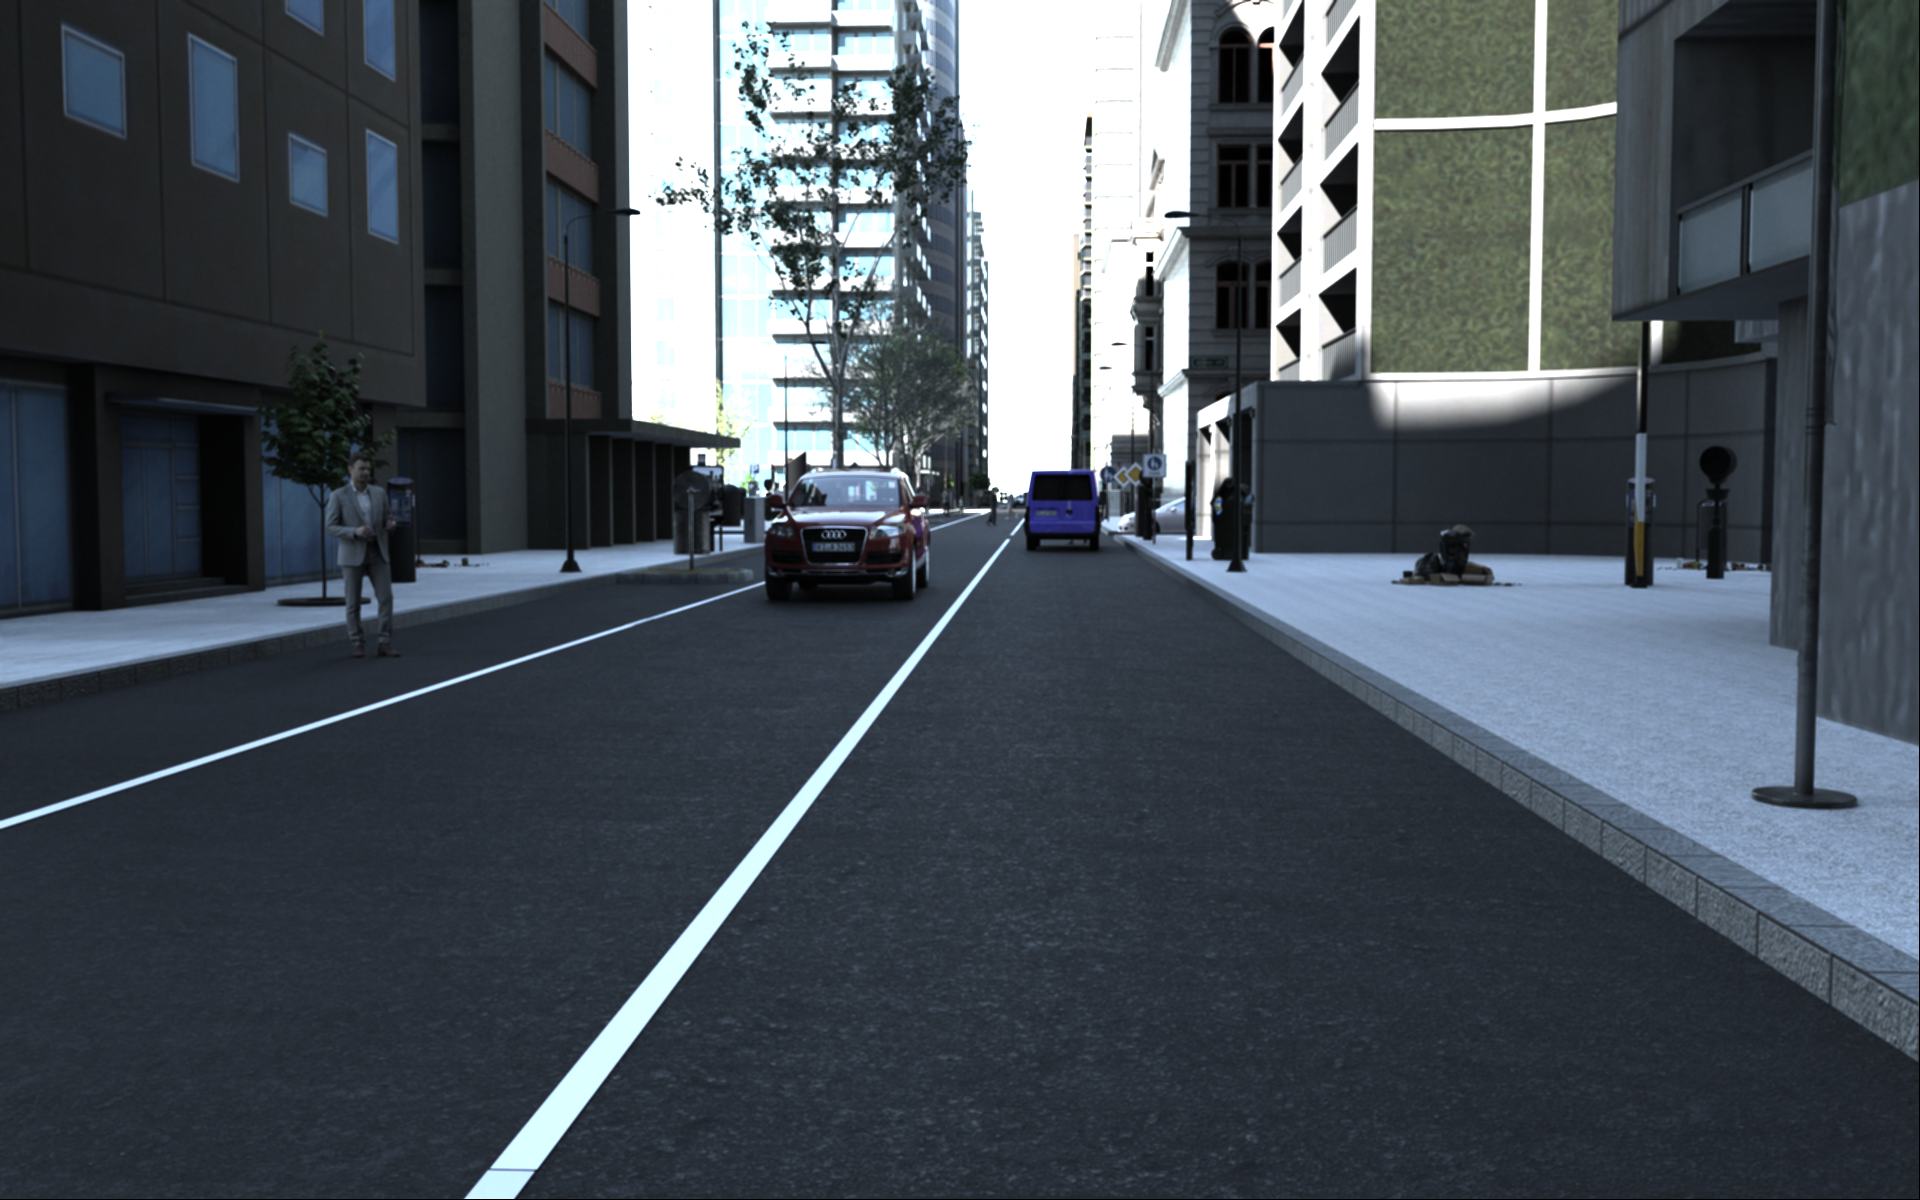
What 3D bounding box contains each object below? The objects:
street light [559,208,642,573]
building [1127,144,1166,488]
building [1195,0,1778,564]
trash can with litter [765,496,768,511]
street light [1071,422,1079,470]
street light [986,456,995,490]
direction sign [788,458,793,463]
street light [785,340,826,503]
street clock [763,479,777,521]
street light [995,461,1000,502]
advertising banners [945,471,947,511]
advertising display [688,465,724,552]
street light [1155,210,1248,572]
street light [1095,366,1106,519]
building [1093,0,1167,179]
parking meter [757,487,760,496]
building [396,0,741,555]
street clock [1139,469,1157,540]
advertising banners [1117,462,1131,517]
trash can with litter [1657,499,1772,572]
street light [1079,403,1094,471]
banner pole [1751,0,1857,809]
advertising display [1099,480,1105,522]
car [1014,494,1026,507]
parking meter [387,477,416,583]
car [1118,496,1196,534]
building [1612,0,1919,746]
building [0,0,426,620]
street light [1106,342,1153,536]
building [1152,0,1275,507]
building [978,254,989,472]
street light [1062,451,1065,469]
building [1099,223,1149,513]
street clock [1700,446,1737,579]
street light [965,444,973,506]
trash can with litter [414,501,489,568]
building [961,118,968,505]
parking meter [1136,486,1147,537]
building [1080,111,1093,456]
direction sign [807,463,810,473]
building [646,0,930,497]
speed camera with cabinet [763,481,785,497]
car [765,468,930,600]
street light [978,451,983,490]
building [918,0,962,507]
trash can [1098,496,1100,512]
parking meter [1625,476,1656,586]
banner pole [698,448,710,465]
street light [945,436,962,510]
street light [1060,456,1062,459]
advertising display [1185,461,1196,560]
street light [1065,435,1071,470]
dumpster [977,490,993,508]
[{"bbox_3d":[-5.864,-3.409,28.273,1.470,5.913,1.316,0,4,3],"label":"street light"},{"bbox_3d":[16.946,-17.126,99.089,14.460,24.649,34.723,0,4,3],"label":"building"},{"bbox_3d":[16.815,-36.770,39.441,20.563,71.187,20.611,0,4,3],"label":"building"},{"bbox_3d":[-9.958,-4.940,91.821,1.678,1.210,2.233,2,4,33],"label":"trash can with litter"},{"bbox_3d":[8.095,-8.533,112.053,1.470,5.913,1.316,0,4,3],"label":"street light"},{"bbox_3d":[3.415,-15.201,221.078,1.470,5.913,1.316,0,4,3],"label":"street light"},{"bbox_3d":[-10.461,-7.167,109.182,0.876,3.537,0.379,-3,5,-42],"label":"direction sign"},{"bbox_3d":[-4.732,-4.891,52.504,1.470,5.913,1.316,0,4,3],"label":"street light"},{"bbox_3d":[-9.152,-4.777,82.679,0.358,2.002,0.471,2,4,28],"label":"street clock"},{"bbox_3d":[4.569,-16.684,245.328,1.470,5.913,1.316,0,4,3],"label":"street light"},{"bbox_3d":[-1.011,-8.169,129.748,0.090,3.025,2.074,0,4,7],"label":"advertising banners"},{"bbox_3d":[-5.633,-2.035,38.488,0.123,1.923,0.974,3,4,39],"label":"advertising display"},{"bbox_3d":[4.039,-3.423,28.513,1.470,5.913,1.316,0,4,3],"label":"street light"},{"bbox_3d":[5.743,-5.538,63.090,1.470,5.913,1.316,0,4,3],"label":"street light"},{"bbox_3d":[18.143,-28.289,146.127,14.154,41.232,14.086,0,4,3],"label":"building"},{"bbox_3d":[-16.003,-8.027,136.950,0.399,1.863,0.255,0,4,-4],"label":"parking meter"},{"bbox_3d":[-21.758,-23.735,42.694,28.867,44.769,22.147,0,4,3],"label":"building"},{"bbox_3d":[5.240,-2.674,48.297,0.471,2.002,0.358,-2,4,-32],"label":"street clock"},{"bbox_3d":[9.055,-6.098,95.891,0.090,3.025,2.074,2,4,25],"label":"advertising banners"},{"bbox_3d":[12.942,-1.103,29.091,1.678,1.210,2.233,-3,4,-37],"label":"trash can with litter"},{"bbox_3d":[6.915,-7.063,88.014,1.470,5.913,1.316,0,4,3],"label":"street light"},{"bbox_3d":[3.653,-1.058,7.318,0.401,3.779,0.863,2,4,33],"label":"banner pole"},{"bbox_3d":[6.655,-4.656,81.340,0.123,1.923,0.974,0,4,-4],"label":"advertising display"},{"bbox_3d":[6.696,-10.762,187.751,2.131,1.459,4.920,0,4,4],"label":"car"},{"bbox_3d":[-8.102,-1.022,25.121,0.372,1.533,0.369,0,3,0],"label":"parking meter"},{"bbox_3d":[7.675,-2.772,57.684,4.827,1.381,2.083,0,4,3],"label":"car"},{"bbox_3d":[12.033,-19.978,10.231,14.154,41.232,14.086,0,4,3],"label":"building"},{"bbox_3d":[-15.977,-22.649,20.415,14.600,45.320,14.200,0,4,3],"label":"building"},{"bbox_3d":[5.315,-4.924,53.041,1.470,5.913,1.316,0,4,3],"label":"street light"},{"bbox_3d":[19.506,-17.123,67.346,23.554,28.519,14.401,0,4,3],"label":"building"},{"bbox_3d":[-2.370,-36.939,287.542,14.154,41.232,14.086,0,4,3],"label":"building"},{"bbox_3d":[10.615,-11.686,163.598,1.470,5.913,1.316,0,4,3],"label":"street light"},{"bbox_3d":[15.312,-16.935,126.042,9.793,20.994,18.267,0,4,3],"label":"building"},{"bbox_3d":[11.457,-1.324,26.216,0.358,2.002,0.471,-3,5,-43],"label":"street clock"},{"bbox_3d":[0.560,-11.592,162.063,1.470,5.913,1.316,0,4,3],"label":"street light"},{"bbox_3d":[-9.359,-1.186,30.444,2.233,1.210,1.678,-2,4,-29],"label":"trash can with litter"},{"bbox_3d":[-6.301,-33.798,202.703,14.600,45.320,14.200,0,4,3],"label":"building"},{"bbox_3d":[5.465,-2.663,51.947,0.372,1.533,0.369,0,3,0],"label":"parking meter"},{"bbox_3d":[24.855,-33.089,195.622,22.147,44.769,28.867,0,4,3],"label":"building"},{"bbox_3d":[-11.223,-8.339,128.335,0.379,3.537,0.876,1,4,10],"label":"direction sign"},{"bbox_3d":[-14.228,-32.573,152.181,23.786,49.044,30.456,0,4,3],"label":"building"},{"bbox_3d":[-12.796,-7.787,121.653,2.038,3.252,0.660,1,4,19],"label":"speed camera with cabinet"},{"bbox_3d":[-1.550,-1.010,25.190,2.281,1.827,5.304,0,4,2],"label":"car"},{"bbox_3d":[1.746,-13.099,186.712,1.470,5.913,1.316,0,4,3],"label":"street light"},{"bbox_3d":[-11.082,-39.086,181.053,21.231,58.520,28.212,0,4,3],"label":"building"},{"bbox_3d":[9.348,-6.340,115.319,0.748,1.137,0.748,0,3,0],"label":"trash can"},{"bbox_3d":[9.563,-0.975,24.353,0.372,1.533,0.369,0,3,0],"label":"parking meter"},{"bbox_3d":[-13.879,-6.376,94.270,0.863,3.779,0.401,-1,4,-18],"label":"banner pole"},{"bbox_3d":[-0.560,-10.121,138.021,1.470,5.913,1.316,0,4,3],"label":"street light"},{"bbox_3d":[11.785,-13.156,187.638,1.470,5.913,1.316,0,4,3],"label":"street light"},{"bbox_3d":[4.498,-1.752,33.854,0.123,1.923,0.974,1,4,12],"label":"advertising display"},{"bbox_3d":[9.455,-10.215,139.559,1.470,5.913,1.316,0,4,3],"label":"street light"},{"bbox_3d":[2.531,-9.758,167.763,1.865,1.857,1.264,0,4,2],"label":"dumpster"}]
